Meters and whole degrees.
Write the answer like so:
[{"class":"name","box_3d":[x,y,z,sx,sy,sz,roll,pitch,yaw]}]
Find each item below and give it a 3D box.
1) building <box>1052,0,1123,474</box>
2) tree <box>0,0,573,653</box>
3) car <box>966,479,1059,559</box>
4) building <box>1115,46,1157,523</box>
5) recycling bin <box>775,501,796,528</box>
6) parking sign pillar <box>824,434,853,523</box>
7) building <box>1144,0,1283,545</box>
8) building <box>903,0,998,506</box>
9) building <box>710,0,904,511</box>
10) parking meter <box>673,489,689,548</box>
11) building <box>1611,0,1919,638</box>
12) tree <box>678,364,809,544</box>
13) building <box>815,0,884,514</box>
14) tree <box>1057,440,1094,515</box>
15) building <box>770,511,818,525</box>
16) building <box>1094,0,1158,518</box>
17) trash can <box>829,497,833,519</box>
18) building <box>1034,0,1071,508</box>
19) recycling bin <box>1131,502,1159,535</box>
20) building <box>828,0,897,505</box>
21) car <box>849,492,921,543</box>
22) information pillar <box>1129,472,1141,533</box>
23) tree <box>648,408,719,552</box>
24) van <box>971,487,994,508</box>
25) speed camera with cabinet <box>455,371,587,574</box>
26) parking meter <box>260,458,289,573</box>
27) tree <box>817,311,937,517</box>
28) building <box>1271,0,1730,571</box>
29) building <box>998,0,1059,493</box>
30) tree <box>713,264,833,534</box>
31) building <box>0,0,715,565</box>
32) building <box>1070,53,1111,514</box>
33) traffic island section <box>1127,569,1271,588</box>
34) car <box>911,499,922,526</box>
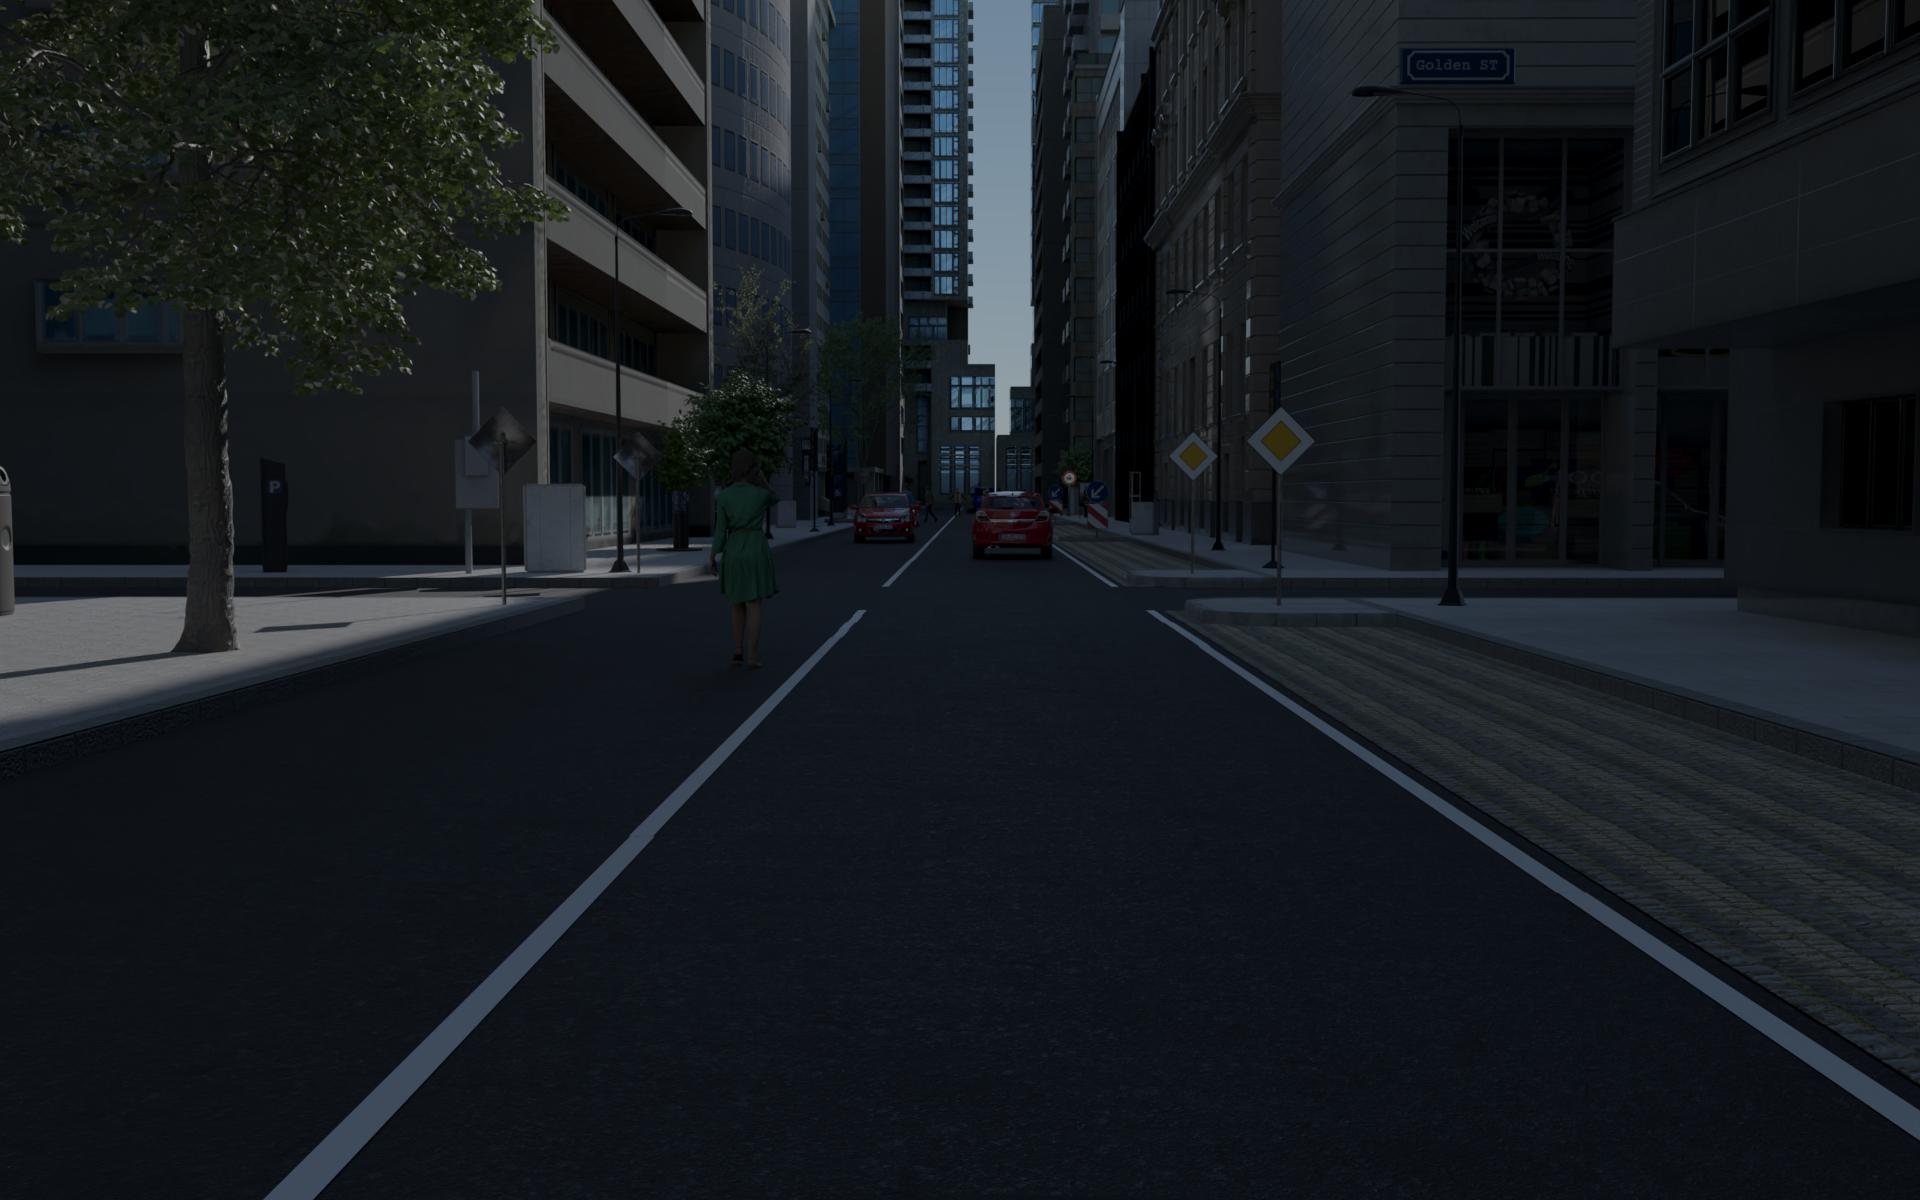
[{"class":"building","box_3d":[19.792,-31.815,139.791,23.786,49.044,30.456,0,4,1]},{"class":"tree","box_3d":[-6.386,-5.876,14.194,7.486,12.596,7.792,0,3,0]},{"class":"car","box_3d":[1.206,-1.877,39.729,2.155,1.783,4.494,0,4,2]},{"class":"building","box_3d":[13.565,-15.017,75.205,12.332,23.373,15.834,0,4,1]},{"class":"recycling bin","box_3d":[-6.630,-3.263,65.910,0.722,1.027,0.722,-1,4,-13]},{"class":"parking sign pillar","box_3d":[-5.343,-5.429,77.234,1.447,3.967,1.447,0,4,7]},{"class":"building","box_3d":[13.051,-15.743,54.658,12.463,27.353,25.104,0,4,1]},{"class":"building","box_3d":[-11.558,-54.089,197.029,31.000,86.520,22.319,0,4,1]},{"class":"building","box_3d":[-19.584,-38.211,166.745,28.212,58.520,21.231,0,4,1]},{"class":"parking meter","box_3d":[-6.654,-2.009,41.265,0.372,1.533,0.369,0,3,0]},{"class":"building","box_3d":[13.749,-11.275,3.415,14.314,24.678,30.058,0,4,1]},{"class":"tree","box_3d":[-5.511,-3.678,43.854,4.285,4.588,4.351,0,3,0]},{"class":"building","box_3d":[-21.471,-25.879,115.000,32.217,40.220,23.993,0,4,1]},{"class":"tree","box_3d":[7.449,-7.505,106.416,4.285,4.588,4.351,0,3,0]},{"class":"building","box_3d":[-17.885,-32.466,72.824,21.231,58.520,28.212,0,4,1]},{"class":"building","box_3d":[13.926,-16.819,93.009,12.078,24.808,19.932,0,4,1]},{"class":"trash can","box_3d":[-6.472,-4.793,90.013,0.748,1.137,0.748,0,3,0]},{"class":"building","box_3d":[18.207,-33.203,166.575,21.300,48.544,21.600,0,4,1]},{"class":"recycling bin","box_3d":[5.830,-2.566,54.506,0.722,1.027,0.722,1,4,23]},{"class":"building","box_3d":[-13.105,-30.452,148.002,14.600,45.320,14.200,0,4,1]},{"class":"car","box_3d":[-2.249,-2.641,52.214,2.155,1.783,4.494,0,4,-1]},{"class":"information pillar","box_3d":[5.796,-3.231,57.321,0.304,2.012,0.304,-1,4,-9]},{"class":"tree","box_3d":[-6.294,-2.708,38.883,1.663,3.219,1.824,0,3,0]},{"class":"van","box_3d":[2.079,-8.875,149.486,2.240,2.365,5.245,0,3,0]},{"class":"speed camera with cabinet","box_3d":[-7.167,-2.074,28.253,2.038,3.252,0.660,-1,4,-15]},{"class":"parking meter","box_3d":[-11.209,-1.384,28.342,0.399,1.863,0.255,-2,4,-30]},{"class":"tree","box_3d":[-5.400,-10.457,96.732,9.928,11.665,9.643,0,3,0]},{"class":"building","box_3d":[21.940,-15.640,33.200,29.804,29.767,11.434,0,4,1]},{"class":"building","box_3d":[19.638,-54.036,196.166,31.000,86.520,22.319,0,4,1]},{"class":"tree","box_3d":[-6.206,-6.418,55.304,4.360,8.622,3.978,0,3,0]},{"class":"building","box_3d":[-18.126,-25.479,40.284,21.300,48.544,21.600,0,4,1]},{"class":"building","box_3d":[14.417,-21.138,117.313,14.160,30.474,14.107,0,4,1]},{"class":"traffic island section","box_3d":[3.769,-0.347,27.950,2.009,0.180,2.903,0,4,1]},{"class":"car","box_3d":[-2.728,-4.063,75.467,2.155,1.783,4.494,0,4,1]}]
